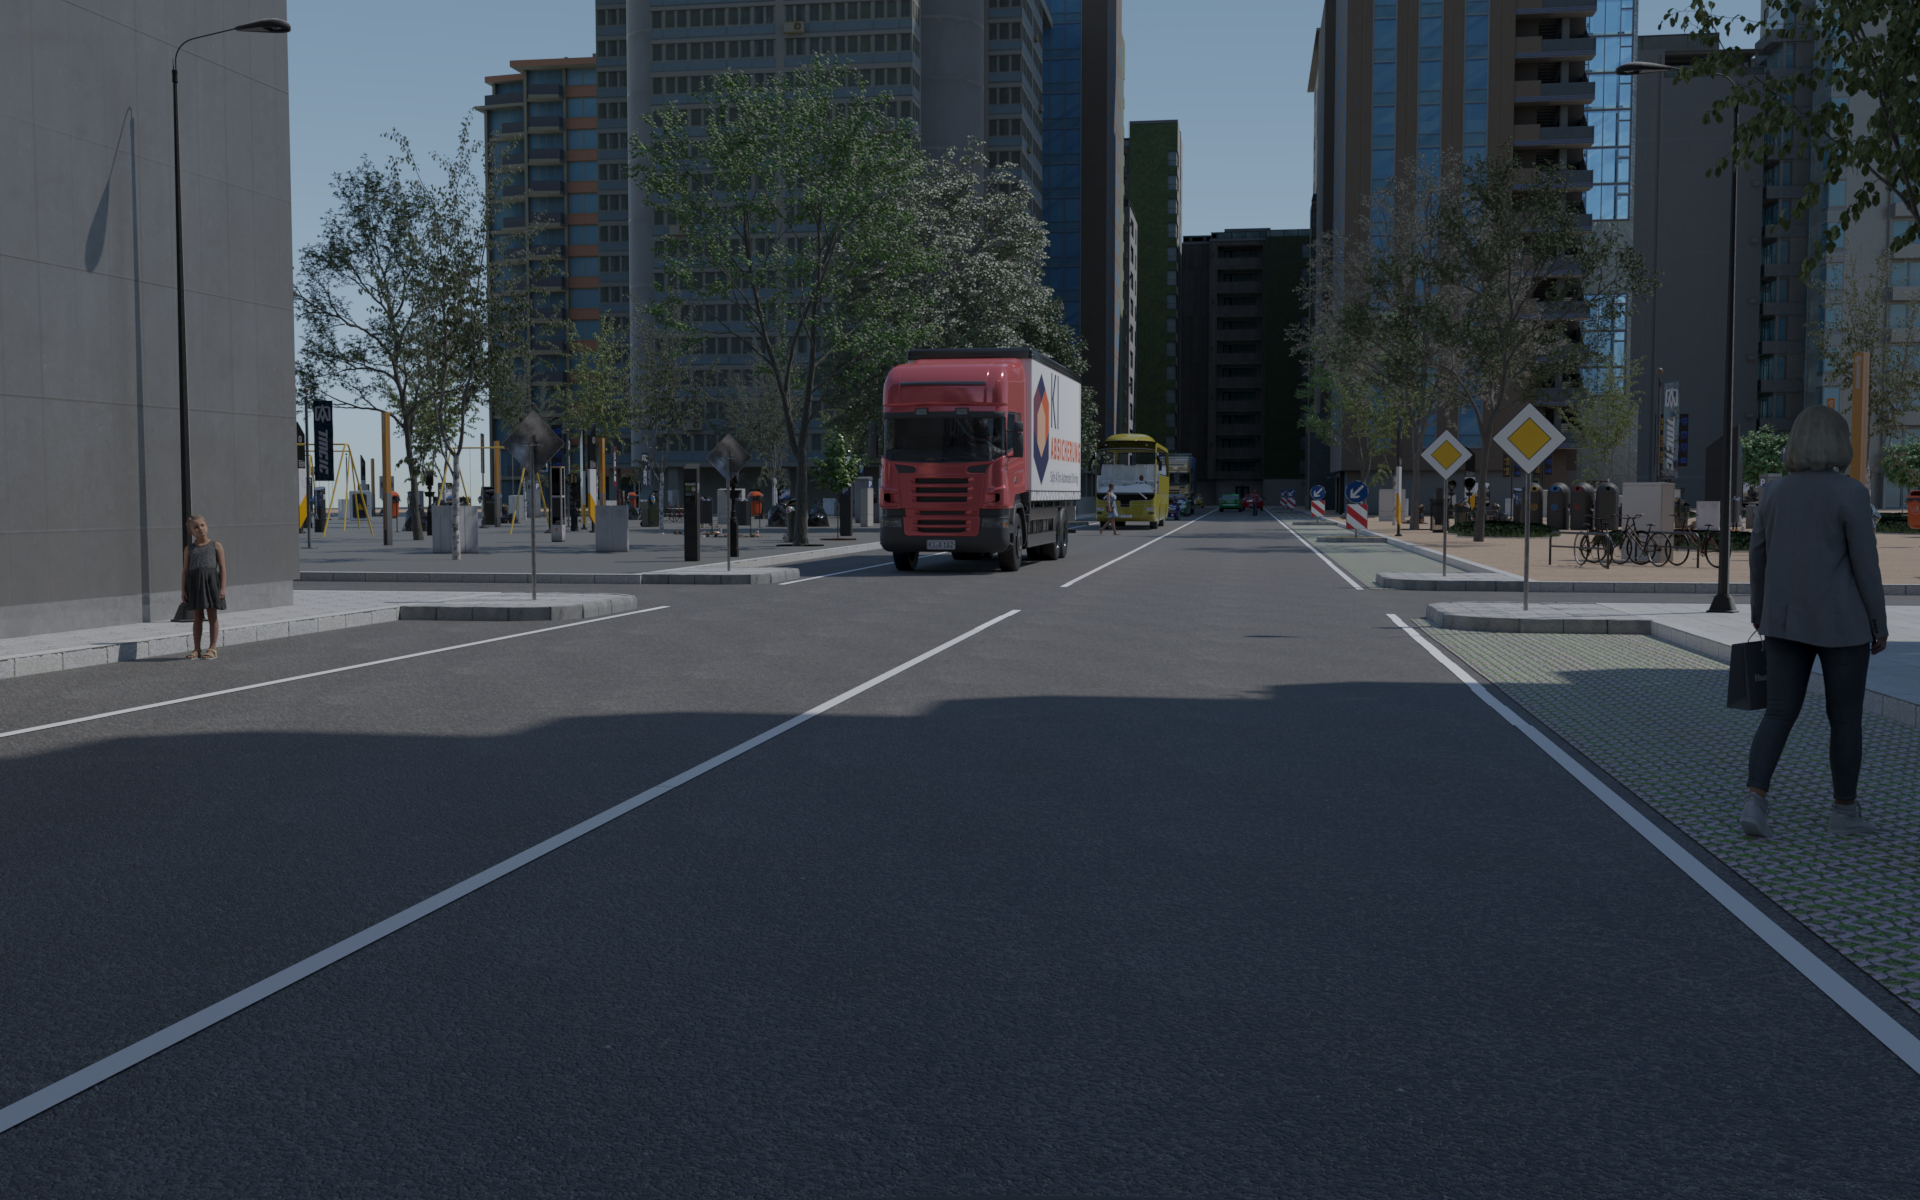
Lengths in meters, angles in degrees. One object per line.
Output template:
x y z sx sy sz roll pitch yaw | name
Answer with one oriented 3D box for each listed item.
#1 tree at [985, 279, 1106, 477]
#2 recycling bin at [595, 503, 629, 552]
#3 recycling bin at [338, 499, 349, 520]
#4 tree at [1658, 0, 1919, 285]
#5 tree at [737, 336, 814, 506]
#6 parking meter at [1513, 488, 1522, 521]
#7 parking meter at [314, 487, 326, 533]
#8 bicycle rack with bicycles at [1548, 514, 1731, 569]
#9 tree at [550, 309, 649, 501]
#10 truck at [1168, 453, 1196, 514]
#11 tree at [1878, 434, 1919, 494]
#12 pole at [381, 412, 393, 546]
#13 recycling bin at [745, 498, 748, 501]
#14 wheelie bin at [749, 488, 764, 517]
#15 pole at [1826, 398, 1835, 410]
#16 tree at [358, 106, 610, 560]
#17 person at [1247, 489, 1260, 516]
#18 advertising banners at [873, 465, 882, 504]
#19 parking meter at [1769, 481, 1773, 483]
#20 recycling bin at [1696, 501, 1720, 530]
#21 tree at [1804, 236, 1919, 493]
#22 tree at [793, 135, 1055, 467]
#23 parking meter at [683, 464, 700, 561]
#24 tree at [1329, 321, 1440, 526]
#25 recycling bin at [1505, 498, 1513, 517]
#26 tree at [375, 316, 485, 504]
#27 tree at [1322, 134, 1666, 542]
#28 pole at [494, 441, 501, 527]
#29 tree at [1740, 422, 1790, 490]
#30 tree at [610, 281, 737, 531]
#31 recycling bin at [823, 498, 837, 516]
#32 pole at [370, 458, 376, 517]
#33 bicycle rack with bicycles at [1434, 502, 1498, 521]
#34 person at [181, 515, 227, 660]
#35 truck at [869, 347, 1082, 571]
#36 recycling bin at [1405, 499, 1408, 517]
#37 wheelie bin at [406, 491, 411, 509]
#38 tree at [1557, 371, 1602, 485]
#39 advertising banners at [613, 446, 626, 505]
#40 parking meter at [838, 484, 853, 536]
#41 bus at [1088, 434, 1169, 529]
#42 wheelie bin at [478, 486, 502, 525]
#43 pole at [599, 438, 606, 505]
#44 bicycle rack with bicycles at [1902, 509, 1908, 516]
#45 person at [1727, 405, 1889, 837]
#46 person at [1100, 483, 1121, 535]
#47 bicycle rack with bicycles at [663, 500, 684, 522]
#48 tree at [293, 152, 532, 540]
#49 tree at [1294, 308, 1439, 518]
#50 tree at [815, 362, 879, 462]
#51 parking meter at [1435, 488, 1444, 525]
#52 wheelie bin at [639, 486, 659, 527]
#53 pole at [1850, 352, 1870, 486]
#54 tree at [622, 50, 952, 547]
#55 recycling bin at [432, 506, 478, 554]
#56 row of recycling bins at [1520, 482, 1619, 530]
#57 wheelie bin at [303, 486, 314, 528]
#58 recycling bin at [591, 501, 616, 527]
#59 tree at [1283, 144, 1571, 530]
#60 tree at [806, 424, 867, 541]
3.345 -10.656 91.240 9.611 12.733 9.660 0 3 0 | tree
-7.733 -1.585 38.462 0.722 1.027 0.722 -1 4 -12 | recycling bin
-30.829 -4.562 87.146 0.722 1.027 0.722 -3 4 -36 | recycling bin
7.153 -3.774 12.063 4.737 8.622 4.395 0 3 0 | tree
-8.674 -7.825 78.298 4.360 8.622 3.978 0 3 0 | tree
23.332 -3.916 72.443 0.372 1.533 0.369 0 3 0 | parking meter
-21.403 -3.028 57.912 0.372 1.533 0.369 0 3 0 | parking meter
11.827 -1.068 30.844 2.852 0.926 2.925 -1 4 -12 | bicycle rack with bicycles
-14.634 -7.304 69.786 4.737 8.622 4.395 0 3 0 | tree
15.137 -8.109 121.501 2.839 4.237 11.283 1 4 10 | truck
51.395 -6.718 93.560 4.285 4.588 4.351 0 3 0 | tree
-14.290 -3.017 43.176 0.158 3.312 0.155 0 3 0 | pole
-12.819 -5.619 104.429 0.722 1.027 0.722 0 4 3 | recycling bin
-11.551 -5.500 97.830 0.980 1.594 0.693 1 4 12 | wheelie bin
18.529 -2.637 36.951 0.158 3.312 0.155 0 3 0 | pole
-9.793 -5.106 33.840 4.360 8.622 3.978 0 3 0 | tree
19.480 -6.451 114.701 0.721 1.743 1.217 -2 4 -31 | person
-5.196 -6.572 103.642 2.074 3.025 0.090 3 5 42 | advertising banners
15.862 -1.539 33.577 0.372 1.533 0.369 0 3 0 | parking meter
26.151 -2.937 60.572 0.722 1.027 0.722 1 4 20 | recycling bin
26.242 -6.061 49.463 4.360 8.622 3.978 0 3 0 | tree
-1.262 -9.516 62.244 9.857 13.997 8.962 0 3 0 | tree
-5.118 -1.673 33.058 0.255 1.863 0.399 0 4 1 | parking meter
17.507 -7.349 70.521 4.737 8.622 4.395 0 3 0 | tree
31.625 -5.280 98.883 0.722 1.027 0.722 -3 4 -39 | recycling bin
-20.305 -7.145 67.190 4.737 8.622 4.395 0 3 0 | tree
13.889 -6.826 46.014 8.767 10.594 7.601 1 4 11 | tree
-17.797 -4.450 66.595 0.158 3.312 0.155 0 3 0 | pole
36.966 -5.860 79.530 4.285 4.588 4.351 0 3 0 | tree
-10.423 -6.740 60.556 4.360 8.622 3.978 0 3 0 | tree
-7.699 -5.525 102.882 0.722 1.027 0.722 1 4 11 | recycling bin
-33.551 -6.431 98.989 0.158 3.312 0.155 0 3 0 | pole
21.864 -3.735 74.450 2.852 0.926 2.925 0 4 2 | bicycle rack with bicycles
-6.572 -0.115 15.055 0.362 1.253 0.373 0 4 -4 | person
0.601 -2.855 35.597 2.839 4.237 11.283 1 4 11 | truck
24.346 -5.098 95.906 0.722 1.027 0.722 -1 4 -9 | recycling bin
-33.805 -6.061 107.011 0.693 1.594 0.980 -2 4 -35 | wheelie bin
31.913 -8.270 85.574 4.737 8.622 4.395 0 3 0 | tree
-12.633 -4.160 64.209 0.090 3.025 2.074 0 4 0 | advertising banners
-3.490 -2.880 52.795 0.399 1.863 0.255 0 4 8 | parking meter
7.460 -5.059 74.260 2.896 3.916 12.252 1 4 9 | bus
-19.397 -3.891 71.528 0.980 1.594 0.693 -2 4 -23 | wheelie bin
-13.016 -4.231 63.024 0.158 3.312 0.155 0 3 0 | pole
42.790 -3.817 75.795 2.925 0.926 2.852 -2 4 -35 | bicycle rack with bicycles
3.504 0.086 7.272 0.728 1.800 0.709 -2 4 -30 | person
5.208 -3.158 60.232 0.778 1.811 0.616 2 4 23 | person
-12.892 -4.126 80.838 2.925 0.926 2.852 -3 5 -40 | bicycle rack with bicycles
-15.391 -6.941 47.897 7.601 10.594 8.767 0 4 7 | tree
21.957 -10.264 93.578 9.928 11.665 9.643 0 3 0 | tree
-5.755 -8.589 90.796 4.737 8.622 4.395 0 3 0 | tree
19.868 -3.873 71.729 0.372 1.533 0.369 0 3 0 | parking meter
-12.066 -3.643 67.475 0.693 1.594 0.980 -3 5 -45 | wheelie bin
13.006 -1.911 25.080 0.158 3.312 0.155 0 3 0 | pole
-4.003 -7.115 42.079 9.928 11.665 9.643 0 3 0 | tree
-10.975 -1.535 37.646 0.722 1.027 0.722 3 5 39 | recycling bin
21.896 -3.373 62.259 3.534 1.692 1.069 3 5 39 | row of recycling bins
-24.710 -3.491 64.980 0.980 1.594 0.693 -2 4 -28 | wheelie bin
-13.768 -3.328 66.969 0.722 1.027 0.722 2 4 25 | recycling bin
16.258 -9.224 61.185 12.009 13.543 11.850 0 3 0 | tree
-3.535 -3.278 48.203 1.663 3.219 1.824 0 3 0 | tree
